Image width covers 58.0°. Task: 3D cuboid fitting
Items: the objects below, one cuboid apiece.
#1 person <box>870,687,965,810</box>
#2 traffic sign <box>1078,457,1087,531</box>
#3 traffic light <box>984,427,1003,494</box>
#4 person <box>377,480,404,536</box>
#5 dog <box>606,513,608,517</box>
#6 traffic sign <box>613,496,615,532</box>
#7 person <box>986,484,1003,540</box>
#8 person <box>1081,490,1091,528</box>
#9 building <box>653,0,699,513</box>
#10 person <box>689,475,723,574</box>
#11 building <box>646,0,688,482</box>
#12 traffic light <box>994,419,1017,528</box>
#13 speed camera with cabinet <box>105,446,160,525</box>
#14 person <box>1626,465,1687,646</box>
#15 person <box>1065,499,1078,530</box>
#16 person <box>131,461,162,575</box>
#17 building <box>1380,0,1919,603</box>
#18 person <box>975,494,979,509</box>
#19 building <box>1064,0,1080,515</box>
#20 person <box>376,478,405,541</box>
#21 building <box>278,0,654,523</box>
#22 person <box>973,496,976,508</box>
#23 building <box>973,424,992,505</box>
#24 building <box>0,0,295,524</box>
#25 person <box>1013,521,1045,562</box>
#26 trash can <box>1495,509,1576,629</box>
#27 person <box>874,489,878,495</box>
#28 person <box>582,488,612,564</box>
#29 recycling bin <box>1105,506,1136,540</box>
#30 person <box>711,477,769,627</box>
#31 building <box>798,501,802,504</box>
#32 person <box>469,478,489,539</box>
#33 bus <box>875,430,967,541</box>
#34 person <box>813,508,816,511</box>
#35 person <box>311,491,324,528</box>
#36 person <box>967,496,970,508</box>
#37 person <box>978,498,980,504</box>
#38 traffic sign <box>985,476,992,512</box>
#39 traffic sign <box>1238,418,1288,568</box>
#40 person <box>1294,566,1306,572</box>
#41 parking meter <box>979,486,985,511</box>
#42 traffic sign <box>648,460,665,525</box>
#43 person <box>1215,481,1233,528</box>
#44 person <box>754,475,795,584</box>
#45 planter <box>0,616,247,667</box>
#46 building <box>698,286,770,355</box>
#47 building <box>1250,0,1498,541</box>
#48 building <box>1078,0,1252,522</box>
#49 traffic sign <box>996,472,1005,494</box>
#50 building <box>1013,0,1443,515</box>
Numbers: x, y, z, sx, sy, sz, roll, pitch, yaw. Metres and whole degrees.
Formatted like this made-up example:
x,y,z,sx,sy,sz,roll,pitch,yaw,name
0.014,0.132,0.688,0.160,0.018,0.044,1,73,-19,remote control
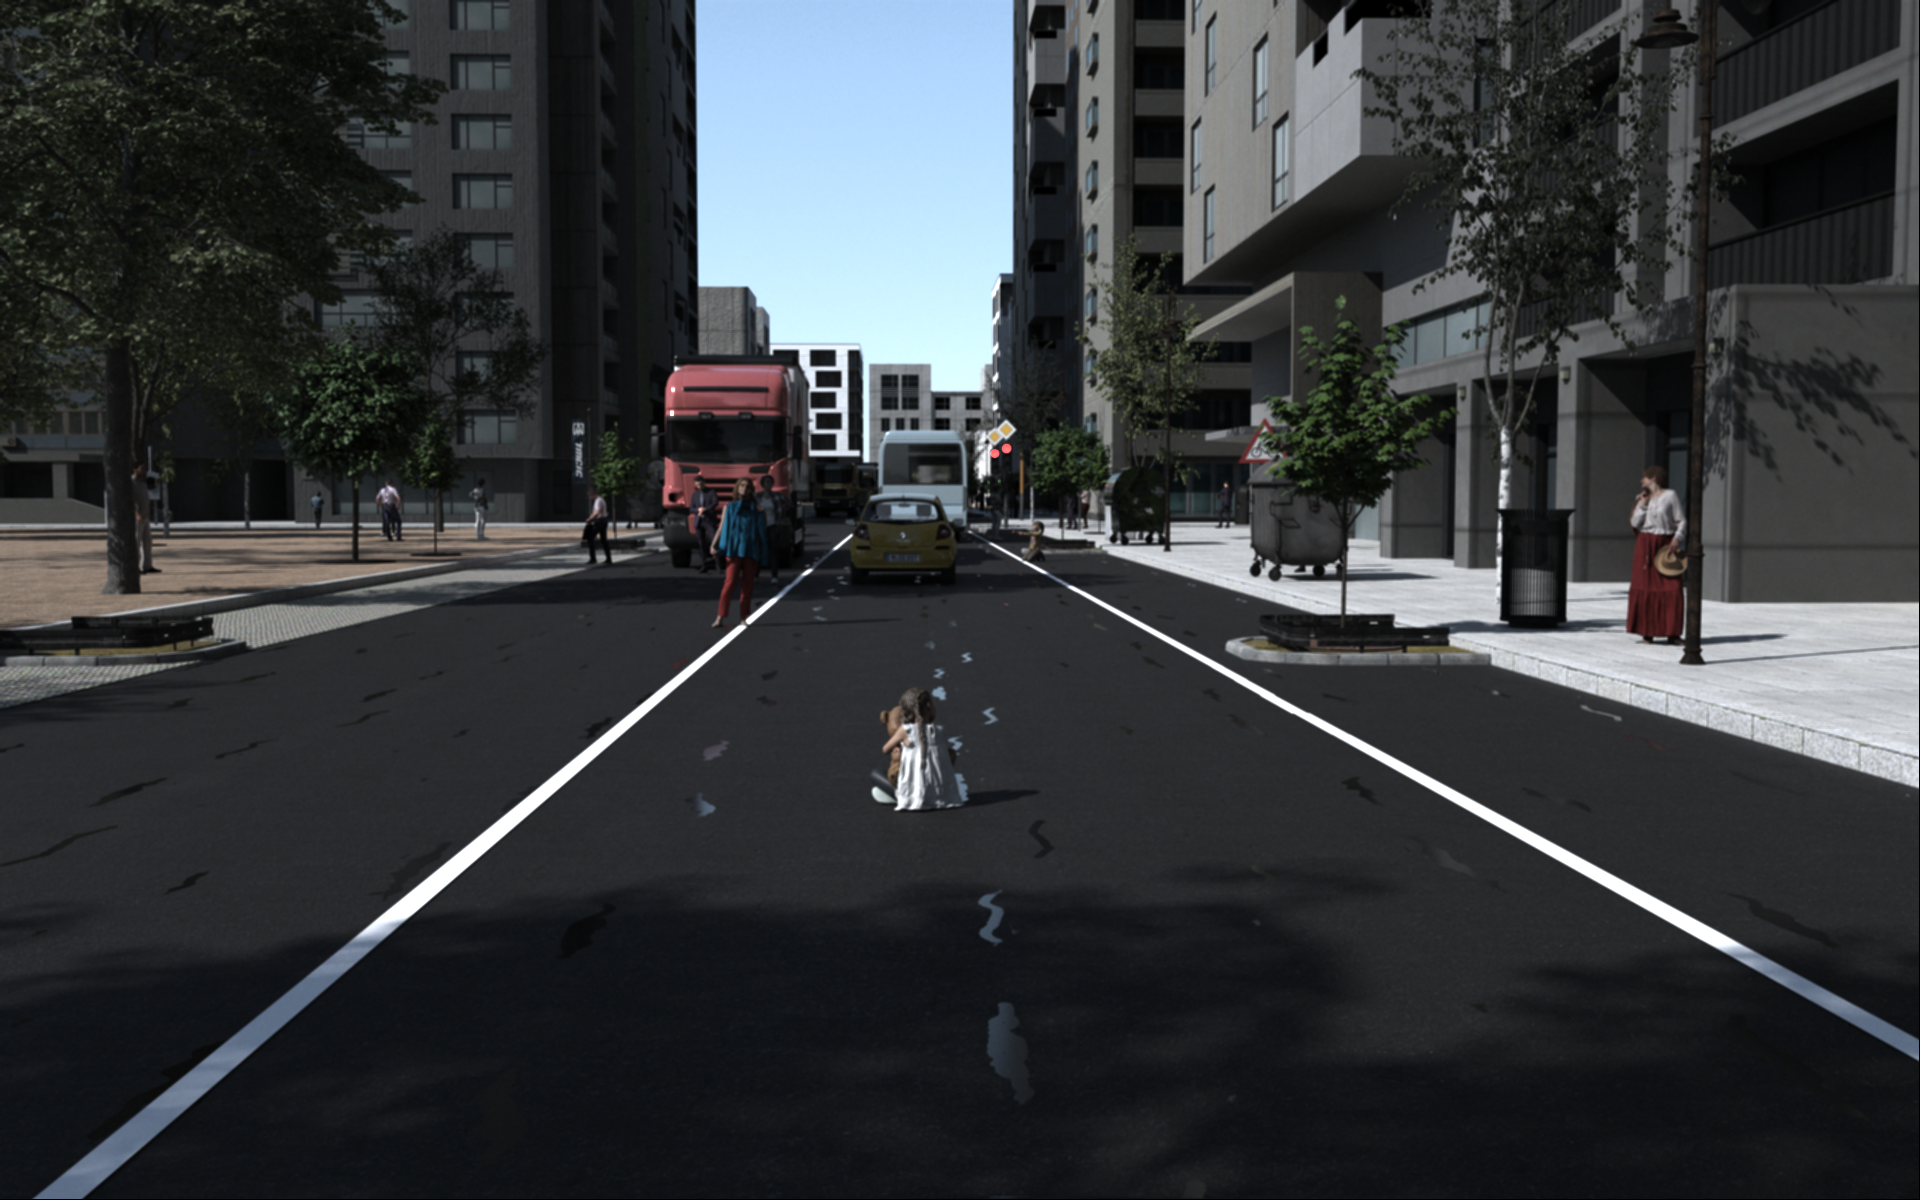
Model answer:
x,y,z,sx,sy,sz,roll,pitch,yaw,name
-0.187,0.673,7.971,0.381,0.543,0.357,-2,4,-33,person
4.126,-3.651,59.800,0.768,2.556,0.104,0,4,2,traffic sign
1.438,-5.140,72.966,0.839,4.253,0.868,0,4,-2,traffic light
-17.275,-2.792,52.410,0.841,1.734,0.376,0,4,8,person
-14.834,-3.376,72.030,0.406,0.507,0.540,-1,4,-9,dog
-11.553,-3.528,57.792,0.768,2.556,0.104,0,4,-1,traffic sign
1.132,-2.767,54.462,0.376,1.734,0.841,-1,4,-19,person
4.624,-3.499,64.714,0.517,1.644,0.566,-1,4,-11,person
-27.589,-41.984,124.697,20.563,71.187,20.611,0,4,-2,building
-4.593,-1.364,31.249,0.683,1.767,0.568,1,4,12,person
-30.804,-31.296,100.928,28.713,52.752,27.495,0,4,-2,building
1.711,-4.652,64.986,0.839,4.253,0.868,0,4,-2,traffic light
-34.081,-4.709,71.329,2.038,3.252,0.660,-1,4,-21,speed camera with cabinet
5.959,-0.382,14.763,0.523,1.526,0.387,3,5,45,person
4.001,-3.382,62.254,0.530,1.710,0.541,1,4,14,person
-13.033,-1.310,27.609,0.789,1.805,0.875,0,4,5,person
19.073,-35.769,23.070,20.563,71.187,20.611,0,4,-2,building
1.559,-8.620,150.212,0.421,1.427,0.697,3,5,44,person
13.851,-27.777,104.267,14.600,45.320,14.200,0,4,-2,building
-15.415,-2.446,46.974,0.756,1.711,0.436,2,4,25,person
-22.519,-24.294,80.798,14.154,41.232,14.086,0,4,-2,building
1.511,-9.314,161.548,0.991,1.433,0.599,-1,4,-21,person
6.699,-16.258,207.968,9.099,9.664,28.070,0,4,-2,building
-43.664,-24.275,88.776,23.993,40.220,32.217,0,4,-2,building
1.485,-1.244,36.768,0.695,0.859,0.347,-2,4,-31,person
5.527,-0.307,16.671,0.748,1.137,0.748,0,3,0,trash can
-6.299,-7.506,131.343,0.434,1.807,0.598,-1,4,-18,person
-7.422,-1.510,35.396,0.590,1.554,0.614,0,4,-7,person
4.471,-2.182,48.235,0.722,1.027,0.722,-1,4,-8,recycling bin
-2.373,-0.520,18.707,0.593,1.614,0.444,0,4,5,person
-33.907,-16.734,215.755,28.070,9.664,9.099,0,4,-2,building
-13.696,-2.611,49.461,0.376,1.734,0.841,-2,4,-34,person
-1.347,-3.771,56.517,2.948,3.499,13.247,0,4,-2,bus
-12.330,-8.287,147.905,0.340,1.345,0.435,1,4,12,person
-25.930,-3.621,69.912,0.499,1.552,0.429,2,4,31,person
0.649,-9.177,156.813,0.721,1.735,1.217,2,4,24,person
1.879,-10.103,174.419,0.799,1.438,0.628,2,4,33,person
2.144,-7.515,122.978,0.768,2.556,0.104,0,4,4,traffic sign
5.239,-1.825,29.834,0.884,2.594,0.081,0,4,8,traffic sign
5.624,-1.331,28.261,0.683,1.767,0.568,2,4,30,person
1.668,-7.710,131.776,0.255,1.863,0.399,-3,4,-38,parking meter
-11.334,-3.965,64.935,0.768,2.556,0.104,0,4,3,traffic sign
9.942,-3.603,65.406,0.683,1.767,0.568,-2,4,-35,person
-3.080,-1.129,27.690,0.841,1.734,0.376,0,4,2,person
-7.482,0.359,15.268,1.991,0.319,1.994,0,4,-2,planter
-26.912,-18.152,163.235,16.747,18.905,31.486,0,4,-2,building
21.721,-28.043,47.744,28.713,52.752,27.495,0,4,-2,building
16.936,-28.344,87.127,21.600,48.544,21.300,0,4,-2,building
2.311,-6.031,98.720,0.768,2.556,0.104,0,4,3,traffic sign
18.290,-33.258,133.001,28.713,52.752,27.495,0,4,-2,building
